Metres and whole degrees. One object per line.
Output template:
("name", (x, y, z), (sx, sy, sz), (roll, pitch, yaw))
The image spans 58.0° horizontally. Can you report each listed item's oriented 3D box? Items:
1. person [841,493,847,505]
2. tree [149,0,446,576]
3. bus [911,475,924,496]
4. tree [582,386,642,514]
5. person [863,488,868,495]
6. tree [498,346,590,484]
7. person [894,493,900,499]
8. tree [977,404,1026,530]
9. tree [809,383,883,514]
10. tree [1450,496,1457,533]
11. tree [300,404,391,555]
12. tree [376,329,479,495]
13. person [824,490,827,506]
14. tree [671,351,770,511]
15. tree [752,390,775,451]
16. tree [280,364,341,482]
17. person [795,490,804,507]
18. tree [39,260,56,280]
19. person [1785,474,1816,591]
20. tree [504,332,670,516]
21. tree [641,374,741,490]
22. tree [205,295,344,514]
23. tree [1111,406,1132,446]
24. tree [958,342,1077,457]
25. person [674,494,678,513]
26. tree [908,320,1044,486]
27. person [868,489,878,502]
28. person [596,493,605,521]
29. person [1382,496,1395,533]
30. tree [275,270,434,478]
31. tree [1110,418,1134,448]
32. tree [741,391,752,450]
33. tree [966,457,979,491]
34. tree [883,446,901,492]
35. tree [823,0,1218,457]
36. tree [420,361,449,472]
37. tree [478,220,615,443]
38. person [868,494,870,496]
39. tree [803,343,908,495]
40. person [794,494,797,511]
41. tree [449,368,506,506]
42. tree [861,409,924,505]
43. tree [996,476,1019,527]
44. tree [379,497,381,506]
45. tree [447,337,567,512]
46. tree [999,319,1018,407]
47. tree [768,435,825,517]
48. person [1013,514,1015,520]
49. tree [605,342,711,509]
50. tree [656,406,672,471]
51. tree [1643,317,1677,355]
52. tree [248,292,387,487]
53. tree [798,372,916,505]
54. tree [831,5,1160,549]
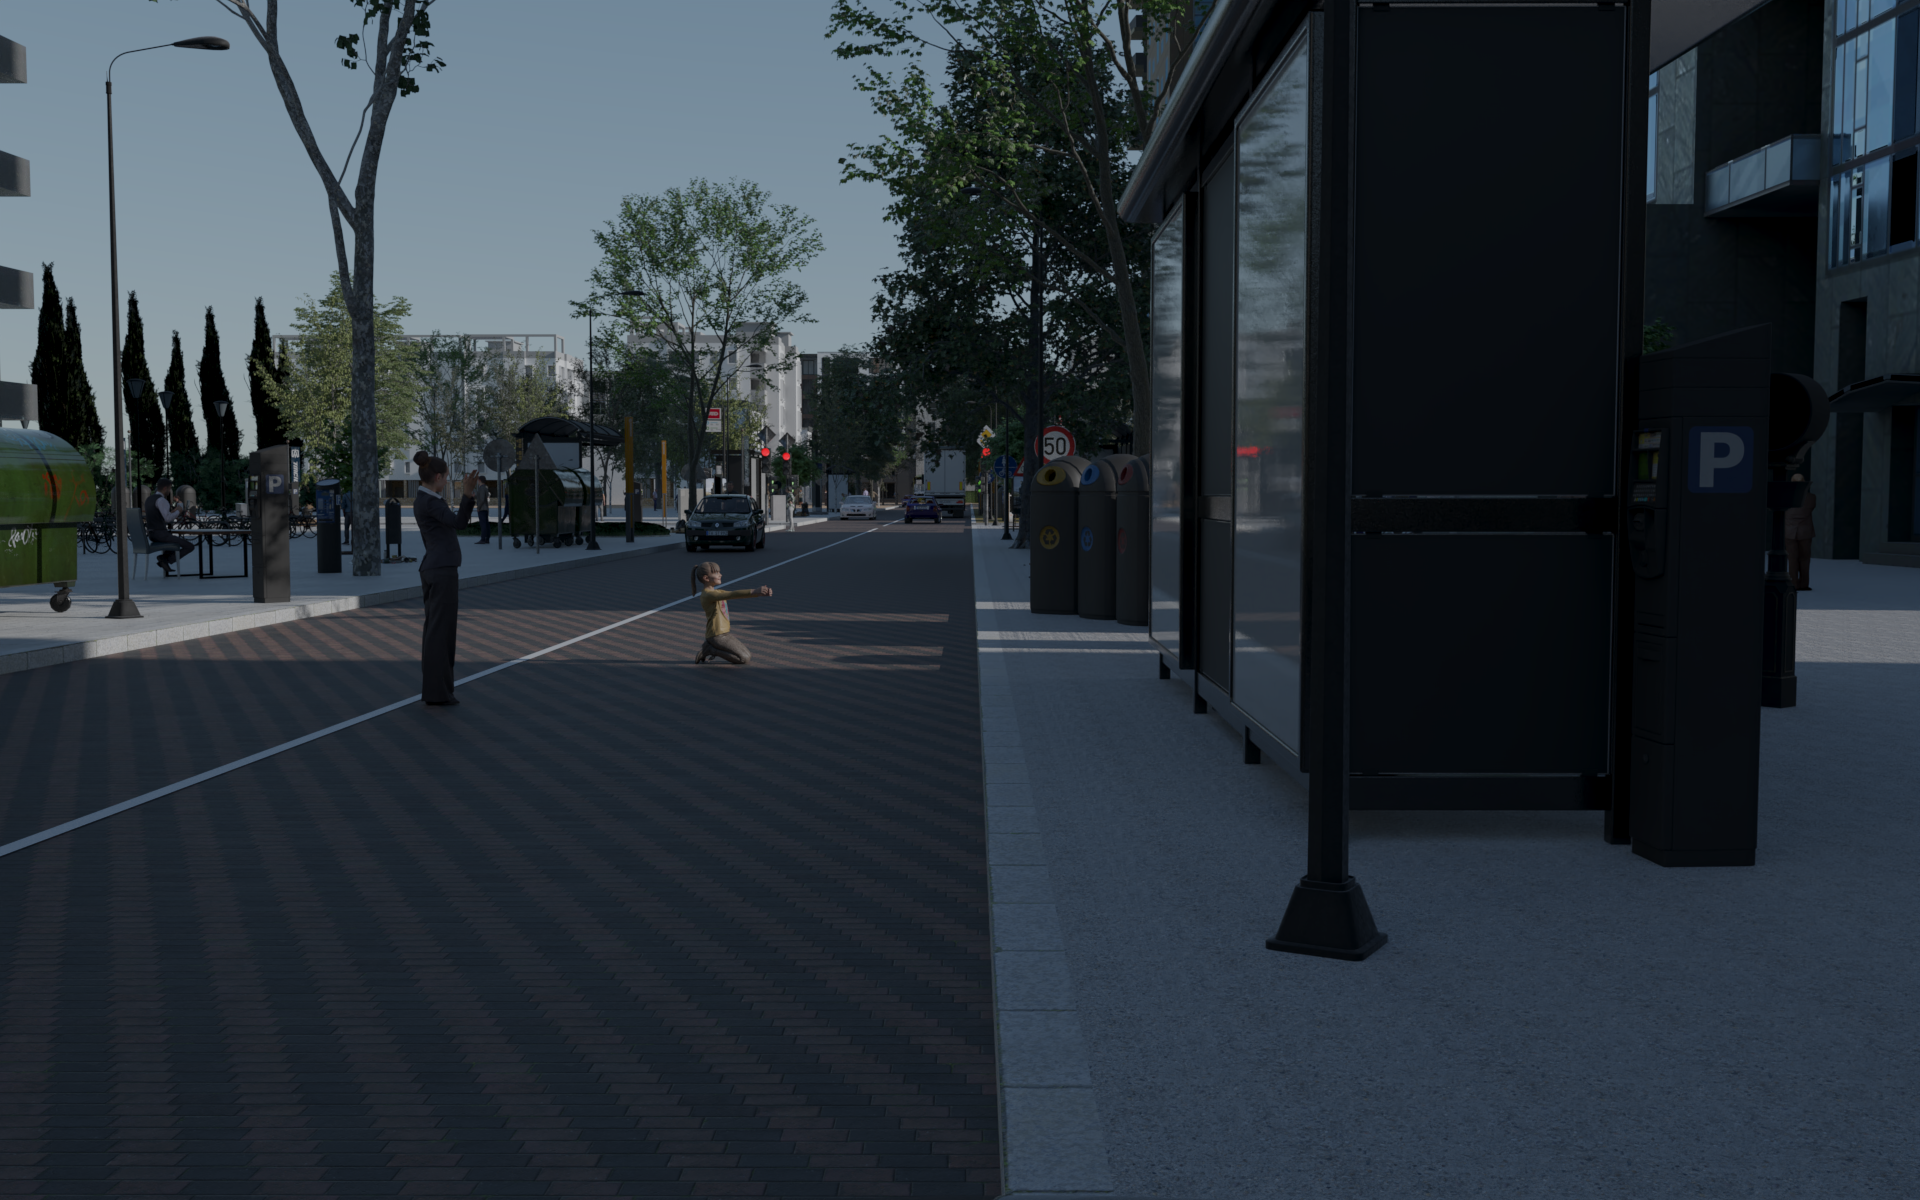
("person", (-7.740, -6.498, 116.191), (0.435, 1.345, 0.340), (0, 4, -5))
("tree", (-10.603, -10.488, 27.374), (12.611, 20.169, 13.585), (0, 3, 0))
("bus", (-4.734, -14.116, 222.347), (2.896, 3.916, 12.252), (0, 4, -1))
("tree", (-22.960, -10.022, 114.219), (4.360, 8.622, 3.978), (0, 3, 0))
("person", (-9.271, -9.942, 168.456), (0.709, 1.838, 0.599), (-3, 5, -43))
("tree", (-21.427, -8.338, 86.682), (4.737, 8.622, 4.395), (0, 3, 0))
("person", (-8.212, -13.327, 223.921), (0.705, 1.826, 1.348), (2, 4, 30))
("tree", (2.346, -4.855, 63.095), (4.285, 4.588, 4.351), (0, 3, 0))
("tree", (-8.033, -9.978, 113.507), (4.360, 8.622, 3.978), (0, 3, 0))
("tree", (9.894, -5.184, 35.113), (4.360, 8.622, 3.978), (0, 3, 0))
("tree", (-12.867, -2.588, 36.919), (1.663, 3.219, 1.824), (0, 3, 0))
("tree", (-32.444, -11.127, 107.686), (9.928, 11.665, 9.643), (0, 3, 0))
("person", (-14.265, -10.952, 185.909), (0.742, 1.727, 0.445), (2, 4, 25))
("tree", (-11.999, -8.532, 89.864), (4.737, 8.622, 4.395), (0, 3, 0))
("tree", (-15.084, -10.453, 121.276), (4.360, 8.622, 3.978), (0, 3, 0))
("tree", (-35.582, -8.939, 96.514), (4.360, 8.622, 3.978), (0, 3, 0))
("person", (-15.883, -10.131, 172.465), (1.217, 1.735, 0.721), (2, 4, 29))
("tree", (-54.702, -11.994, 97.919), (18.604, 14.587, 13.155), (2, 4, 28))
("person", (11.095, -0.898, 22.999), (0.482, 1.546, 0.388), (1, 4, 22))
("tree", (-20.457, -10.056, 98.833), (8.767, 10.594, 7.601), (0, 3, 0))
("tree", (-17.138, -9.783, 110.312), (4.360, 8.622, 3.978), (0, 3, 0))
("tree", (-49.603, -13.210, 117.806), (13.155, 14.587, 18.604), (-1, 4, -14))
("tree", (10.455, -11.025, 130.615), (4.737, 8.622, 4.395), (0, 3, 0))
("tree", (3.211, -9.750, 93.828), (7.601, 10.594, 8.767), (2, 4, 27))
("person", (-19.455, -6.767, 119.375), (0.574, 1.496, 0.600), (3, 5, 44))
("tree", (2.287, -13.228, 122.934), (9.857, 13.997, 8.962), (0, 3, 0))
("person", (-9.288, -10.921, 184.618), (1.348, 1.823, 0.705), (0, 4, -5))
("person", (-17.072, -4.626, 81.805), (0.598, 1.807, 0.434), (0, 4, 2))
("person", (13.666, -2.987, 55.599), (0.841, 1.734, 0.376), (-3, 5, -45))
("tree", (-30.870, -10.419, 88.480), (7.486, 12.596, 7.792), (0, 3, 0))
("tree", (8.566, -8.133, 83.332), (4.360, 8.622, 3.978), (0, 3, 0))
("tree", (-16.800, -10.133, 116.040), (4.360, 8.622, 3.978), (0, 3, 0))
("tree", (2.195, -12.559, 155.700), (4.360, 8.622, 3.978), (0, 3, 0))
("tree", (-8.117, -13.900, 177.628), (4.360, 8.622, 3.978), (0, 3, 0))
("tree", (2.263, -5.784, 20.328), (9.928, 11.665, 9.643), (0, 3, 0))
("tree", (-28.110, -8.926, 96.298), (4.360, 8.622, 3.978), (0, 3, 0))
("tree", (-8.461, -7.943, 55.620), (9.928, 11.665, 9.643), (0, 3, 0))
("person", (-11.996, -13.050, 220.114), (1.217, 1.736, 0.721), (0, 4, 7))
("tree", (-8.534, -14.580, 145.045), (9.857, 13.997, 8.962), (0, 3, 0))
("person", (-12.594, -7.445, 131.681), (0.340, 1.345, 0.435), (2, 4, 26))
("tree", (-32.266, -11.532, 122.953), (8.767, 10.594, 7.601), (-2, 4, -24))
("tree", (-7.749, -18.174, 207.519), (12.009, 13.543, 11.850), (0, 3, 0))
("tree", (2.177, -4.424, 66.940), (1.663, 3.219, 1.824), (0, 3, 0))
("tree", (-57.040, -14.678, 141.803), (13.155, 14.587, 18.604), (1, 4, 18))
("tree", (-20.973, -8.030, 81.660), (4.360, 8.622, 3.978), (0, 3, 0))
("tree", (4.166, -19.924, 181.638), (12.611, 20.169, 13.585), (0, 3, 0))
("tree", (-9.258, -6.850, 95.703), (4.285, 4.588, 4.351), (0, 3, 0))
("person", (2.481, -4.659, 84.169), (0.963, 1.587, 0.435), (1, 4, 9))
("tree", (-25.529, -14.682, 146.702), (9.857, 13.997, 8.962), (0, 3, 0))
("tree", (-21.979, -11.297, 135.075), (4.737, 8.622, 4.395), (0, 3, 0))
("tree", (9.885, -2.677, 27.480), (4.285, 4.588, 4.351), (0, 3, 0))
("tree", (-22.618, -6.805, 61.617), (4.737, 8.622, 4.395), (0, 3, 0))
("tree", (-8.825, -12.044, 131.338), (8.767, 10.594, 7.601), (3, 5, 43))
("tree", (1.778, -7.557, 40.563), (9.611, 12.733, 9.660), (0, 3, 0))
